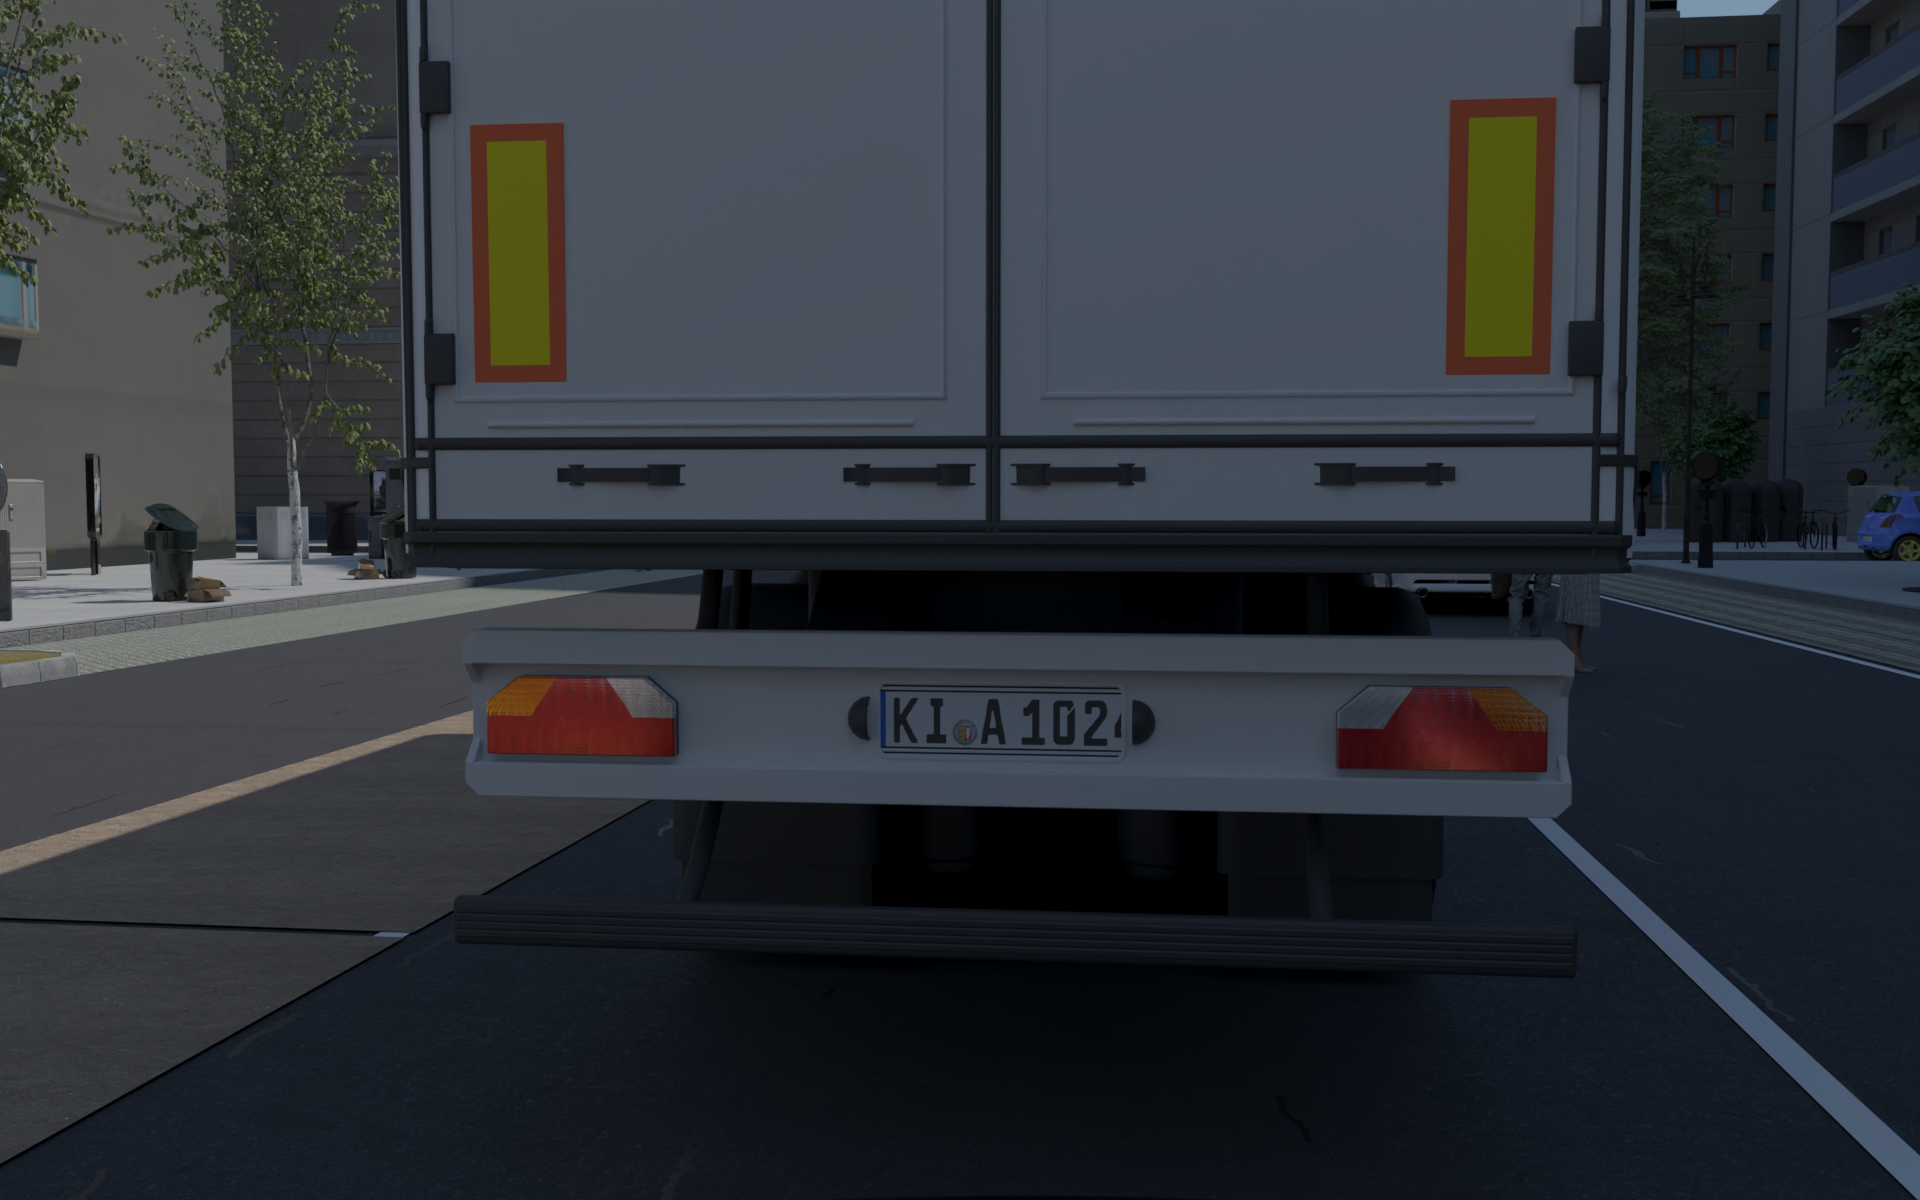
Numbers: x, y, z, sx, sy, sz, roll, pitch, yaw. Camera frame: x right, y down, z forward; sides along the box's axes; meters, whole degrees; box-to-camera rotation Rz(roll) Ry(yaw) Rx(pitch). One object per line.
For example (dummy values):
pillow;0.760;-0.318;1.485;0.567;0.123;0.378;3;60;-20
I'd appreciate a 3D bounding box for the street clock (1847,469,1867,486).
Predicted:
street clock;25.698;-2.757;49.655;0.471;2.002;0.358;3;5;44

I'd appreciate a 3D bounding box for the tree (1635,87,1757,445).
tree;16.962;-7.793;45.535;7.486;12.596;7.792;0;3;0

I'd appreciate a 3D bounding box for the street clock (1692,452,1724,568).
street clock;12.946;-1.557;30.020;0.358;2.002;0.471;-3;4;-38

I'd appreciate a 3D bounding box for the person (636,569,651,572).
person;-5.909;-1.410;31.982;0.576;1.772;0.534;-1;4;-11

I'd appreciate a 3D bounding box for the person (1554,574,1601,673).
person;5.079;-0.298;13.937;0.524;1.755;0.480;2;4;31

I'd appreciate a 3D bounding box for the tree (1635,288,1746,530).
tree;24.985;-6.763;60.931;4.360;8.622;3.978;0;3;0

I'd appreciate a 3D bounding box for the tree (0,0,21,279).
tree;-10.988;-4.169;18.518;4.737;8.622;4.395;0;3;0

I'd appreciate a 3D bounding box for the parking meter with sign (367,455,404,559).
parking meter with sign;-10.867;-2.306;33.958;1.738;3.016;0.543;2;4;25

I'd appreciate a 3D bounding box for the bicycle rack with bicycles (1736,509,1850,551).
bicycle rack with bicycles;19.486;-1.670;40.685;2.852;0.926;2.925;2;4;31

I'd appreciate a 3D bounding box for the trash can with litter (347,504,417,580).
trash can with litter;-8.656;-0.902;26.142;1.055;1.170;0.624;-3;5;-40

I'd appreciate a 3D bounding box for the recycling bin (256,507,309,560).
recycling bin;-13.342;-1.319;34.123;0.722;1.027;0.722;3;4;38

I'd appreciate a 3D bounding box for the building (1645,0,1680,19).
building;34.725;-20.446;105.991;14.160;30.474;14.107;0;4;8

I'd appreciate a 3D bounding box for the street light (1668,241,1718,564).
street light;13.413;-3.611;31.826;0.468;5.910;1.993;0;4;8

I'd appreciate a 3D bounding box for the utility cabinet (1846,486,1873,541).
utility cabinet;24.113;-2.281;45.970;0.318;1.500;1.173;-1;4;-16

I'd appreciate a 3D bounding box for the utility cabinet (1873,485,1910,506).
utility cabinet;23.530;-2.142;43.694;0.318;1.500;1.173;0;4;4

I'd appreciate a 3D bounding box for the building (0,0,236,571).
building;-26.314;-24.485;24.035;21.600;48.544;21.300;0;4;8

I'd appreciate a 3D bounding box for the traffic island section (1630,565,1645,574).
traffic island section;11.464;-0.629;32.572;2.009;0.180;2.903;0;4;8

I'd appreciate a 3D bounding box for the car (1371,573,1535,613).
car;6.339;-0.609;22.322;2.083;1.381;4.827;1;4;9

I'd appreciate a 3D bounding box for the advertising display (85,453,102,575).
advertising display;-13.829;-1.373;27.668;0.123;1.923;0.974;-1;4;-21

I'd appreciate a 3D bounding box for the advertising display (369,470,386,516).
advertising display;-15.387;-2.515;46.340;0.123;1.923;0.974;2;4;25

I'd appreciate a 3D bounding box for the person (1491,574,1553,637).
person;5.073;-0.411;15.347;0.709;1.813;0.853;1;4;20

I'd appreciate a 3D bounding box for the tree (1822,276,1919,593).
tree;13.141;-2.381;22.648;4.285;4.588;4.351;0;3;0

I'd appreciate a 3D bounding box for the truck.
truck;0.707;-1.219;8.848;2.839;4.237;11.283;0;4;7

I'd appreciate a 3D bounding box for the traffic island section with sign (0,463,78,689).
traffic island section with sign;-7.984;-0.282;13.247;1.989;1.847;2.006;0;4;8

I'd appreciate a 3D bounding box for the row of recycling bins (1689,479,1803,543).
row of recycling bins;21.125;-2.408;46.480;3.534;1.692;1.069;-1;4;-19

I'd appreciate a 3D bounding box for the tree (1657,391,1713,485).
tree;23.940;-4.375;55.244;4.285;4.588;4.351;0;3;0

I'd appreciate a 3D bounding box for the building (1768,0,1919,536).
building;40.543;-30.915;47.452;28.212;58.520;21.231;0;4;8

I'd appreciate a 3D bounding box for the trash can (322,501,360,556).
trash can;-12.877;-1.494;36.087;0.748;1.137;0.748;0;3;0

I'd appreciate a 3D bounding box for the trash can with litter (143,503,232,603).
trash can with litter;-9.221;-0.572;20.743;1.055;1.170;0.624;1;4;19

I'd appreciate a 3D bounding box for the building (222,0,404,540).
building;-14.901;-16.558;56.627;13.634;28.700;20.117;0;4;8

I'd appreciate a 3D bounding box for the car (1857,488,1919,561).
car;20.531;-1.587;35.534;3.694;1.707;1.945;0;4;7

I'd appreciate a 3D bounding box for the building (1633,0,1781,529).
building;36.518;-14.144;76.302;27.650;21.520;28.899;0;4;8

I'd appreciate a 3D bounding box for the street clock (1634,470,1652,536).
street clock;20.637;-2.926;52.404;0.471;2.002;0.358;-1;4;-16

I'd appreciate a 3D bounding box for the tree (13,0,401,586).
tree;-9.265;-4.488;23.749;4.737;8.622;4.395;0;3;0

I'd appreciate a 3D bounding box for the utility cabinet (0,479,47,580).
utility cabinet;-14.008;-1.015;25.278;0.318;1.500;1.173;2;4;34
